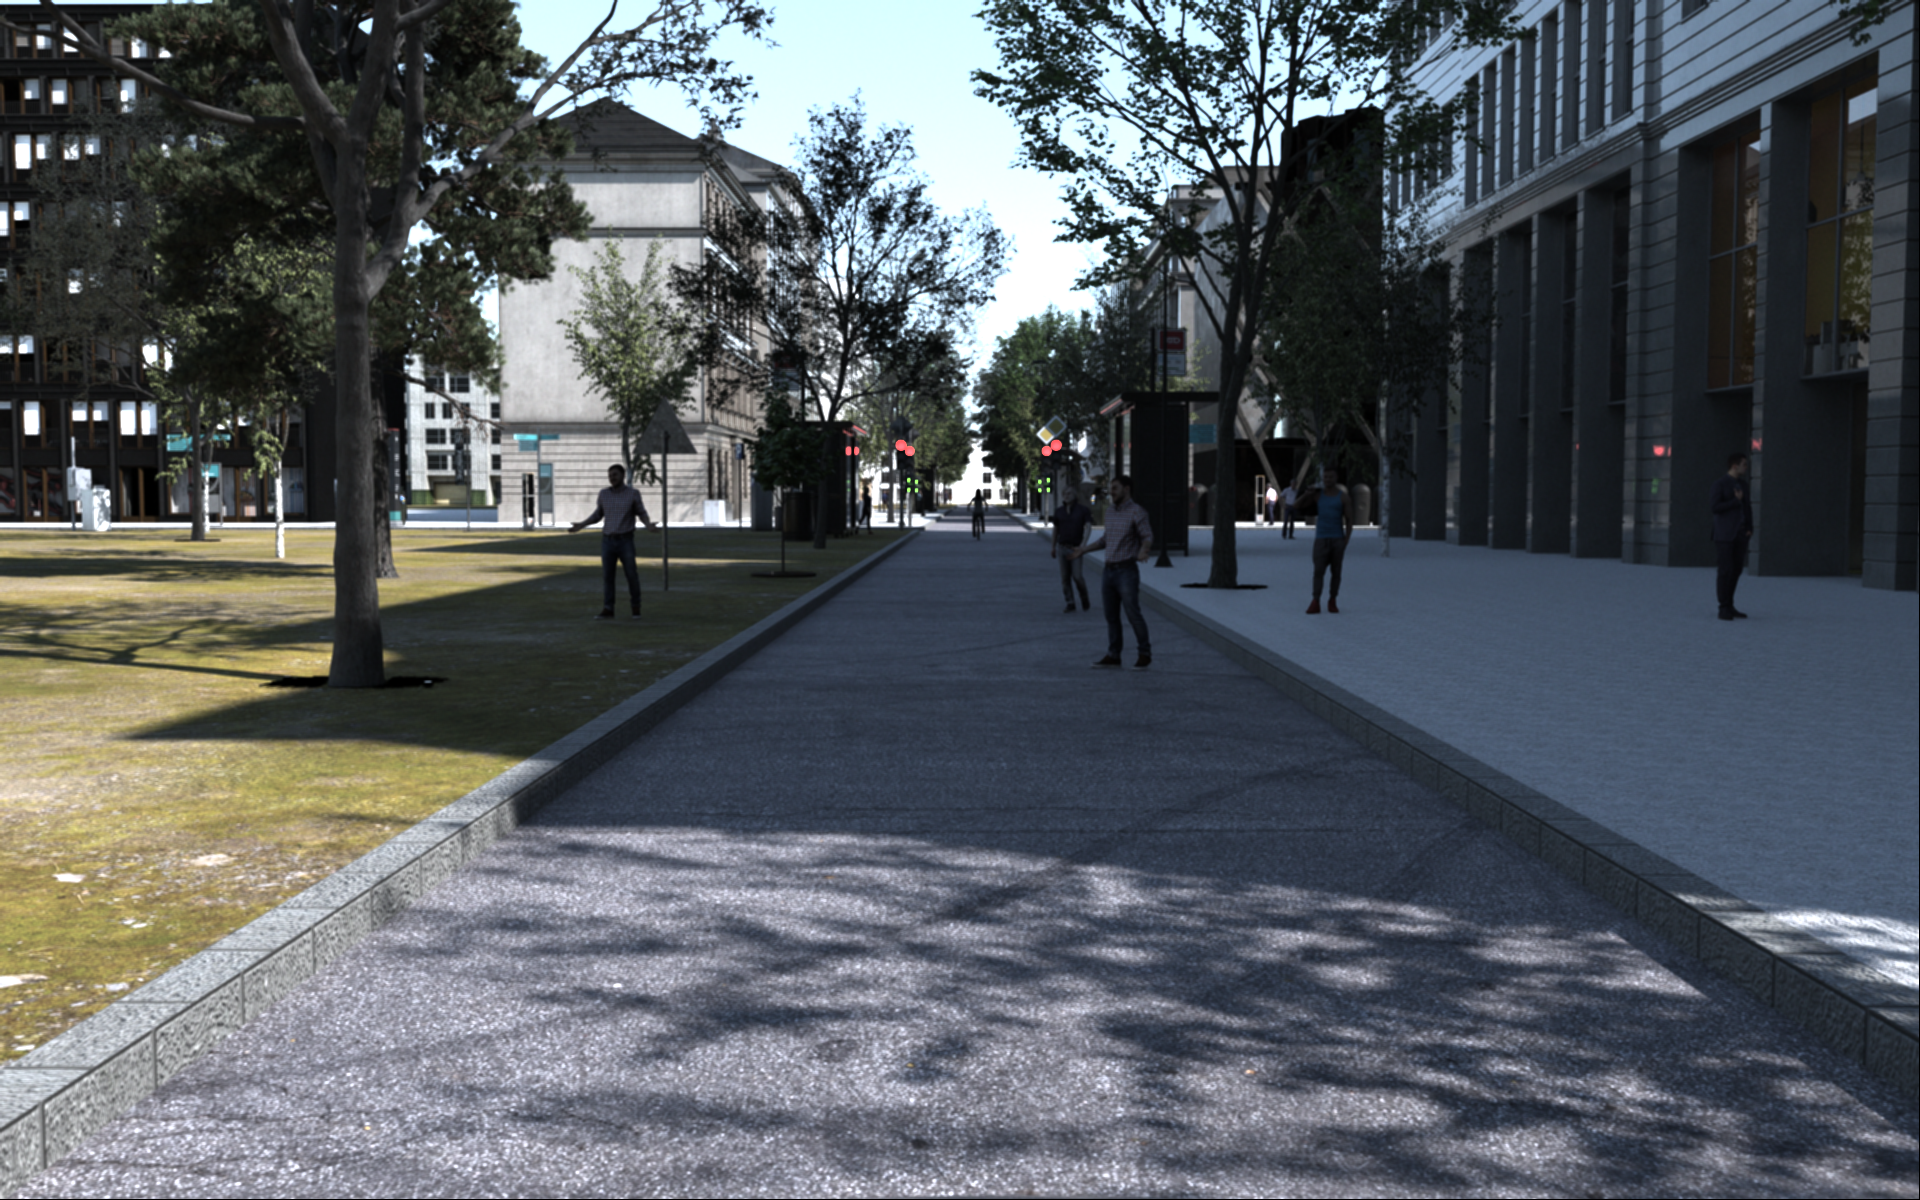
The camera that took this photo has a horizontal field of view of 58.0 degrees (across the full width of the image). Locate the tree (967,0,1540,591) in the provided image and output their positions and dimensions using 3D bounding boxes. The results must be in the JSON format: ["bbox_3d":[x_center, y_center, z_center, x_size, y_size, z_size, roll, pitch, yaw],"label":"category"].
[{"bbox_3d":[3.761,-5.964,23.262,9.928,11.665,9.643,0,3,0],"label":"tree"}]

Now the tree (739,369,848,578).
[{"bbox_3d":[-2.767,-1.973,26.853,1.663,3.219,1.824,0,3,0],"label":"tree"}]

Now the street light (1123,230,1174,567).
[{"bbox_3d":[3.043,-3.535,30.341,1.470,5.913,1.316,0,4,0],"label":"street light"}]

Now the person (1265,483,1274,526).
[{"bbox_3d":[12.560,-3.874,70.321,0.756,1.711,0.436,-3,4,-37],"label":"person"}]

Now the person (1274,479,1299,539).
[{"bbox_3d":[9.498,-2.603,49.542,0.756,1.711,0.436,0,4,-5],"label":"person"}]

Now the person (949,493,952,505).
[{"bbox_3d":[-1.122,-12.063,206.531,0.557,1.426,1.065,-1,4,-21],"label":"person"}]

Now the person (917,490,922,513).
[{"bbox_3d":[-2.674,-6.532,115.056,0.429,1.552,0.499,2,4,27],"label":"person"}]

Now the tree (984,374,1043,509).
[{"bbox_3d":[5.143,-13.959,150.281,6.751,12.117,7.091,0,3,0],"label":"tree"}]

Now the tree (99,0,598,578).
[{"bbox_3d":[-8.937,-6.368,26.173,6.751,12.117,7.091,0,3,0],"label":"tree"}]

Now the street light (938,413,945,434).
[{"bbox_3d":[-1.567,-7.739,99.079,1.470,5.913,1.316,0,4,0],"label":"street light"}]

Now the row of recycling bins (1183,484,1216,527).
[{"bbox_3d":[9.125,-3.822,69.602,3.534,1.692,1.069,2,4,35],"label":"row of recycling bins"}]

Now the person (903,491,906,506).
[{"bbox_3d":[-5.915,-10.924,184.666,1.348,1.821,0.705,1,4,18],"label":"person"}]

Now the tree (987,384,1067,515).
[{"bbox_3d":[4.308,-9.575,106.911,4.737,8.622,4.395,0,3,0],"label":"tree"}]

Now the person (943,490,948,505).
[{"bbox_3d":[-1.646,-11.808,200.024,0.541,1.710,0.530,3,5,41],"label":"person"}]

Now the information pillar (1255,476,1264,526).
[{"bbox_3d":[12.024,-3.977,69.510,0.304,2.012,0.304,0,4,-1],"label":"information pillar"}]

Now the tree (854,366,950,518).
[{"bbox_3d":[-2.979,-9.381,103.745,4.737,8.622,4.395,0,3,0],"label":"tree"}]

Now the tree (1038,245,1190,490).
[{"bbox_3d":[4.414,-6.083,49.815,4.360,8.622,3.978,0,3,0],"label":"tree"}]

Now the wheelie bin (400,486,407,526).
[{"bbox_3d":[-22.898,-3.816,70.292,0.980,1.594,0.693,1,4,12],"label":"wheelie bin"}]

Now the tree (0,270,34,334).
[{"bbox_3d":[-22.647,-6.109,34.298,8.767,10.594,7.601,1,4,8],"label":"tree"}]

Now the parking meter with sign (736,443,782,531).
[{"bbox_3d":[-6.836,-3.890,59.863,1.738,3.016,0.543,-2,4,-31],"label":"parking meter with sign"}]

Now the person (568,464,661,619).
[{"bbox_3d":[-3.510,-0.596,17.745,0.963,1.587,0.435,0,4,0],"label":"person"}]

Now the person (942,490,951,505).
[{"bbox_3d":[-1.576,-12.029,203.405,1.217,1.739,0.721,-3,4,-36],"label":"person"}]

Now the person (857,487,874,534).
[{"bbox_3d":[-3.077,-2.883,55.721,0.613,1.512,0.480,0,4,1],"label":"person"}]

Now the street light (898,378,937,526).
[{"bbox_3d":[-1.779,-5.916,69.263,1.470,5.913,1.316,0,4,0],"label":"street light"}]

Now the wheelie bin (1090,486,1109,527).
[{"bbox_3d":[5.599,-3.688,68.213,0.980,1.594,0.693,-3,5,-43],"label":"wheelie bin"}]

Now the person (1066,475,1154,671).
[{"bbox_3d":[1.306,-0.226,14.147,0.435,1.587,0.963,-3,5,-42],"label":"person"}]

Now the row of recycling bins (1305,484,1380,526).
[{"bbox_3d":[15.746,-3.840,69.901,3.534,1.692,1.069,0,4,5],"label":"row of recycling bins"}]

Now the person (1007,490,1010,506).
[{"bbox_3d":[5.317,-11.346,192.368,0.721,1.723,1.217,0,4,6],"label":"person"}]

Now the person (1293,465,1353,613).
[{"bbox_3d":[3.926,-0.664,18.773,0.647,1.594,0.662,1,4,13],"label":"person"}]

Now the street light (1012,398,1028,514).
[{"bbox_3d":[3.411,-6.799,83.697,1.470,5.913,1.316,0,4,0],"label":"street light"}]

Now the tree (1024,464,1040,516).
[{"bbox_3d":[4.363,-6.562,101.897,1.663,3.219,1.824,0,3,0],"label":"tree"}]

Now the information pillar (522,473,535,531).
[{"bbox_3d":[-15.042,-3.419,60.392,0.304,2.012,0.304,3,5,44],"label":"information pillar"}]

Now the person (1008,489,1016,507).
[{"bbox_3d":[5.367,-10.172,172.372,1.348,1.823,0.705,-3,5,-40],"label":"person"}]

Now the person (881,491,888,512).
[{"bbox_3d":[-5.275,-6.974,122.766,0.574,1.496,0.600,0,4,6],"label":"person"}]

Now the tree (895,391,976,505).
[{"bbox_3d":[-2.976,-15.011,163.560,7.486,12.596,7.792,0,3,0],"label":"tree"}]

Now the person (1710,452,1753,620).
[{"bbox_3d":[7.933,-0.664,17.818,0.541,1.710,0.530,-1,4,-14],"label":"person"}]

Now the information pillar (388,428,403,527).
[{"bbox_3d":[-22.522,-4.832,68.386,0.750,3.857,0.750,0,4,1],"label":"information pillar"}]

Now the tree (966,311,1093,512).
[{"bbox_3d":[4.848,-13.161,121.838,9.857,13.997,8.962,0,3,0],"label":"tree"}]

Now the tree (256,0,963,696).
[{"bbox_3d":[-4.025,-6.177,11.366,12.009,13.543,11.850,0,3,0],"label":"tree"}]

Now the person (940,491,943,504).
[{"bbox_3d":[-2.282,-12.762,215.497,0.445,1.727,0.742,-3,5,-43],"label":"person"}]

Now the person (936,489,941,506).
[{"bbox_3d":[-2.554,-10.707,181.059,1.348,1.831,0.705,0,4,6],"label":"person"}]

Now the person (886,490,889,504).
[{"bbox_3d":[-8.248,-11.838,200.107,1.217,1.766,0.721,-2,4,-28],"label":"person"}]

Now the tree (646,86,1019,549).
[{"bbox_3d":[-3.135,-6.472,40.224,8.767,10.594,7.601,-2,4,-34],"label":"tree"}]

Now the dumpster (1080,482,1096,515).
[{"bbox_3d":[6.120,-4.817,84.523,1.264,1.857,1.865,0,4,0],"label":"dumpster"}]

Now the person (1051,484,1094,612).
[{"bbox_3d":[1.427,-0.631,21.019,0.471,1.553,0.569,-2,4,-28],"label":"person"}]

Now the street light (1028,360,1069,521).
[{"bbox_3d":[3.204,-5.360,60.178,1.470,5.913,1.316,0,4,0],"label":"street light"}]
